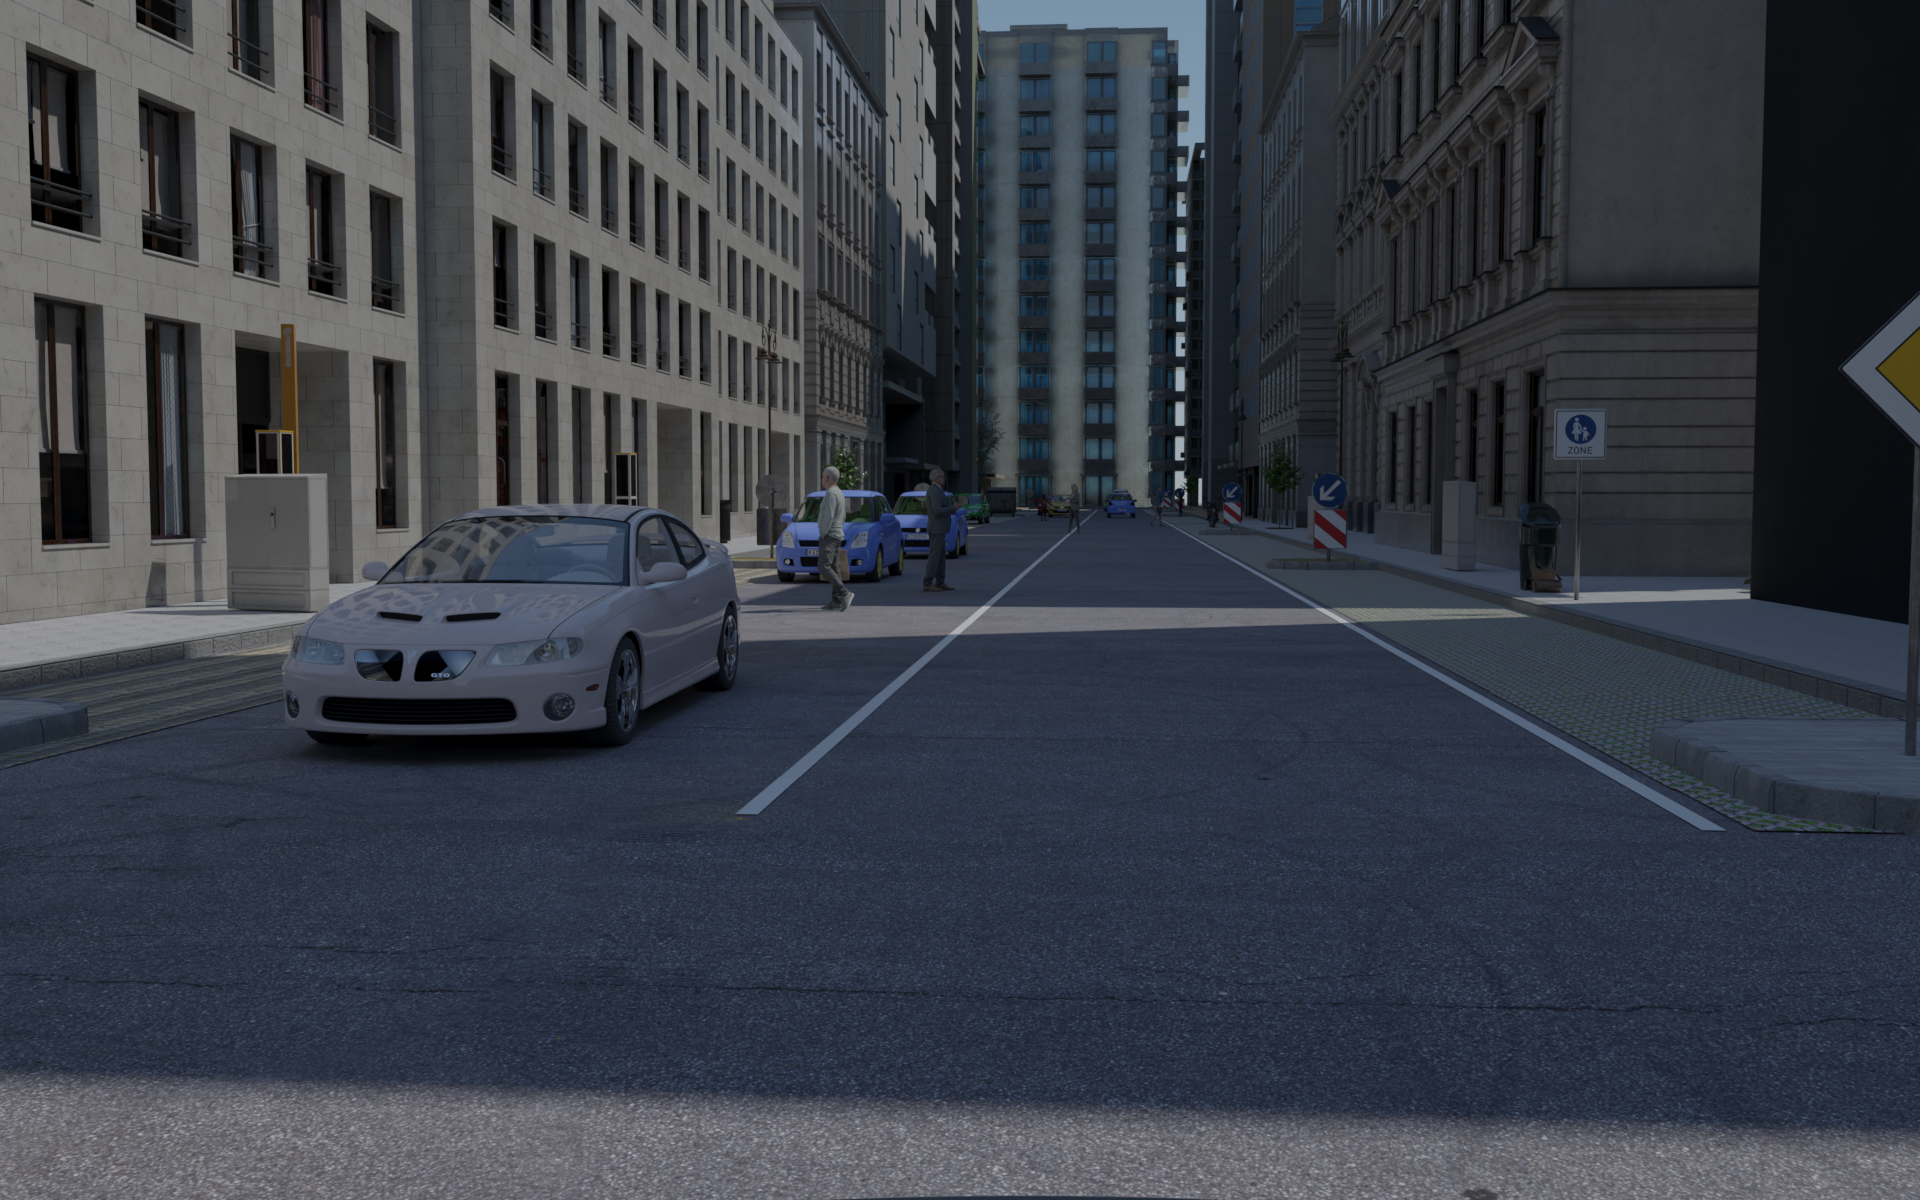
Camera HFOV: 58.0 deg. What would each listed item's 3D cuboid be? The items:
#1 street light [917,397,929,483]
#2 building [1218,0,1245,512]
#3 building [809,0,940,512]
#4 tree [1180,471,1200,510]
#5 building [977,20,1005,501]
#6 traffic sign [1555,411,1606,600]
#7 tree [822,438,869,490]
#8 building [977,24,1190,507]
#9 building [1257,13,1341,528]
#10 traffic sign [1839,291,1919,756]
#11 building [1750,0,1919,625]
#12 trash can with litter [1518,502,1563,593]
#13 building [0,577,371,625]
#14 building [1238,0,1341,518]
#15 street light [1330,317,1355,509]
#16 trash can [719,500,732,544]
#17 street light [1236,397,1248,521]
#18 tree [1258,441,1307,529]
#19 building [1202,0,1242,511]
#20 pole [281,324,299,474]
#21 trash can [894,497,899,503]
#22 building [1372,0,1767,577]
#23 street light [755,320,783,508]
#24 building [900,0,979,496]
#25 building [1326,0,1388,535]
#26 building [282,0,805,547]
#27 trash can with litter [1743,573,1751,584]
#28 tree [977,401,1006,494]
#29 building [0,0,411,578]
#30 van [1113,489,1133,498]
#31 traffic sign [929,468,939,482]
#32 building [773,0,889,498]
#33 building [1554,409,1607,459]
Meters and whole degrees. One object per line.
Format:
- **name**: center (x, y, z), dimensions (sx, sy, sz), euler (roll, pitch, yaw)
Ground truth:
- **street light**: center (-1.742, -6.695, 82.258), dimensions (0.468, 5.910, 1.993), euler (0, 4, 5)
- **building**: center (29.448, -30.156, 112.664), dimensions (23.786, 49.044, 30.456), euler (0, 4, 5)
- **building**: center (-15.815, -31.158, 98.677), dimensions (28.713, 52.752, 27.495), euler (0, 4, 5)
- **tree**: center (19.014, -9.117, 143.661), dimensions (1.663, 3.219, 1.824), euler (0, 3, 0)
- **building**: center (-11.203, -30.292, 149.894), dimensions (28.867, 44.769, 22.147), euler (0, 4, 5)
- **traffic sign**: center (7.449, -1.146, 20.865), dimensions (0.606, 2.300, 0.079), euler (0, 4, 8)
- **tree**: center (-3.907, -3.969, 59.496), dimensions (1.663, 3.219, 1.824), euler (0, 3, 0)
- **building**: center (8.120, -34.253, 179.651), dimensions (30.456, 49.044, 23.786), euler (0, 4, 5)
- **building**: center (18.238, -13.732, 73.667), dimensions (9.793, 20.994, 18.267), euler (0, 4, 5)
- **traffic sign**: center (4.661, -0.293, 8.438), dimensions (0.795, 2.450, 0.064), euler (0, 4, 5)
- **building**: center (17.004, -11.254, 13.688), dimensions (15.834, 23.373, 12.332), euler (0, 4, 5)
- **trash can with litter**: center (7.753, -0.704, 22.898), dimensions (0.624, 1.170, 1.055), euler (0, 4, 4)
- **building**: center (-14.352, -10.051, 19.083), dimensions (10.420, 20.320, 16.860), euler (0, 4, 5)
- **building**: center (22.206, -26.934, 90.484), dimensions (14.600, 45.320, 14.200), euler (0, 4, 5)
- **street light**: center (10.009, -4.446, 45.474), dimensions (0.468, 5.910, 1.993), euler (0, 4, 5)
- **trash can**: center (-6.276, -2.044, 45.072), dimensions (0.748, 1.137, 0.748), euler (0, 3, 0)
- **street light**: center (13.455, -6.723, 82.710), dimensions (0.468, 5.910, 1.993), euler (0, 4, 5)
- **tree**: center (11.902, -4.223, 63.652), dimensions (1.663, 3.219, 1.824), euler (0, 3, 0)
- **building**: center (30.617, -36.691, 141.892), dimensions (21.231, 58.520, 28.212), euler (0, 4, 5)
- **pole**: center (-8.061, -1.654, 20.881), dimensions (0.158, 3.312, 0.155), euler (0, 3, 0)
- **trash can**: center (-2.804, -4.390, 83.423), dimensions (0.748, 1.137, 0.748), euler (0, 3, 0)
- **building**: center (14.681, -10.425, 35.069), dimensions (10.561, 19.102, 19.286), euler (0, 4, 5)
- **street light**: center (-5.060, -4.483, 46.079), dimensions (0.468, 5.910, 1.993), euler (0, 4, 5)
- **building**: center (-6.286, -26.631, 119.010), dimensions (14.154, 41.232, 14.086), euler (0, 4, 5)
- **building**: center (17.907, -13.787, 54.302), dimensions (11.050, 23.489, 19.941), euler (0, 4, 5)
- **building**: center (-11.393, -12.101, 52.610), dimensions (10.420, 20.320, 16.860), euler (0, 4, 5)
- **trash can with litter**: center (10.908, -0.707, 22.948), dimensions (0.624, 1.170, 1.055), euler (-2, 4, -29)
- **tree**: center (1.510, -11.241, 134.145), dimensions (4.360, 8.622, 3.978), euler (0, 3, 0)
- **building**: center (-12.057, -11.072, 35.774), dimensions (10.420, 20.320, 16.860), euler (0, 4, 5)
- **van**: center (14.249, -8.944, 153.250), dimensions (2.013, 2.044, 4.112), euler (0, 4, 7)
- **traffic sign**: center (-1.174, -5.174, 84.706), dimensions (0.768, 2.556, 0.104), euler (1, 4, 14)
- **building**: center (-8.930, -13.550, 70.691), dimensions (9.793, 20.994, 18.267), euler (0, 4, 5)
- **building**: center (56.884, -22.978, 147.398), dimensions (14.107, 30.474, 14.160), euler (0, 4, 5)
